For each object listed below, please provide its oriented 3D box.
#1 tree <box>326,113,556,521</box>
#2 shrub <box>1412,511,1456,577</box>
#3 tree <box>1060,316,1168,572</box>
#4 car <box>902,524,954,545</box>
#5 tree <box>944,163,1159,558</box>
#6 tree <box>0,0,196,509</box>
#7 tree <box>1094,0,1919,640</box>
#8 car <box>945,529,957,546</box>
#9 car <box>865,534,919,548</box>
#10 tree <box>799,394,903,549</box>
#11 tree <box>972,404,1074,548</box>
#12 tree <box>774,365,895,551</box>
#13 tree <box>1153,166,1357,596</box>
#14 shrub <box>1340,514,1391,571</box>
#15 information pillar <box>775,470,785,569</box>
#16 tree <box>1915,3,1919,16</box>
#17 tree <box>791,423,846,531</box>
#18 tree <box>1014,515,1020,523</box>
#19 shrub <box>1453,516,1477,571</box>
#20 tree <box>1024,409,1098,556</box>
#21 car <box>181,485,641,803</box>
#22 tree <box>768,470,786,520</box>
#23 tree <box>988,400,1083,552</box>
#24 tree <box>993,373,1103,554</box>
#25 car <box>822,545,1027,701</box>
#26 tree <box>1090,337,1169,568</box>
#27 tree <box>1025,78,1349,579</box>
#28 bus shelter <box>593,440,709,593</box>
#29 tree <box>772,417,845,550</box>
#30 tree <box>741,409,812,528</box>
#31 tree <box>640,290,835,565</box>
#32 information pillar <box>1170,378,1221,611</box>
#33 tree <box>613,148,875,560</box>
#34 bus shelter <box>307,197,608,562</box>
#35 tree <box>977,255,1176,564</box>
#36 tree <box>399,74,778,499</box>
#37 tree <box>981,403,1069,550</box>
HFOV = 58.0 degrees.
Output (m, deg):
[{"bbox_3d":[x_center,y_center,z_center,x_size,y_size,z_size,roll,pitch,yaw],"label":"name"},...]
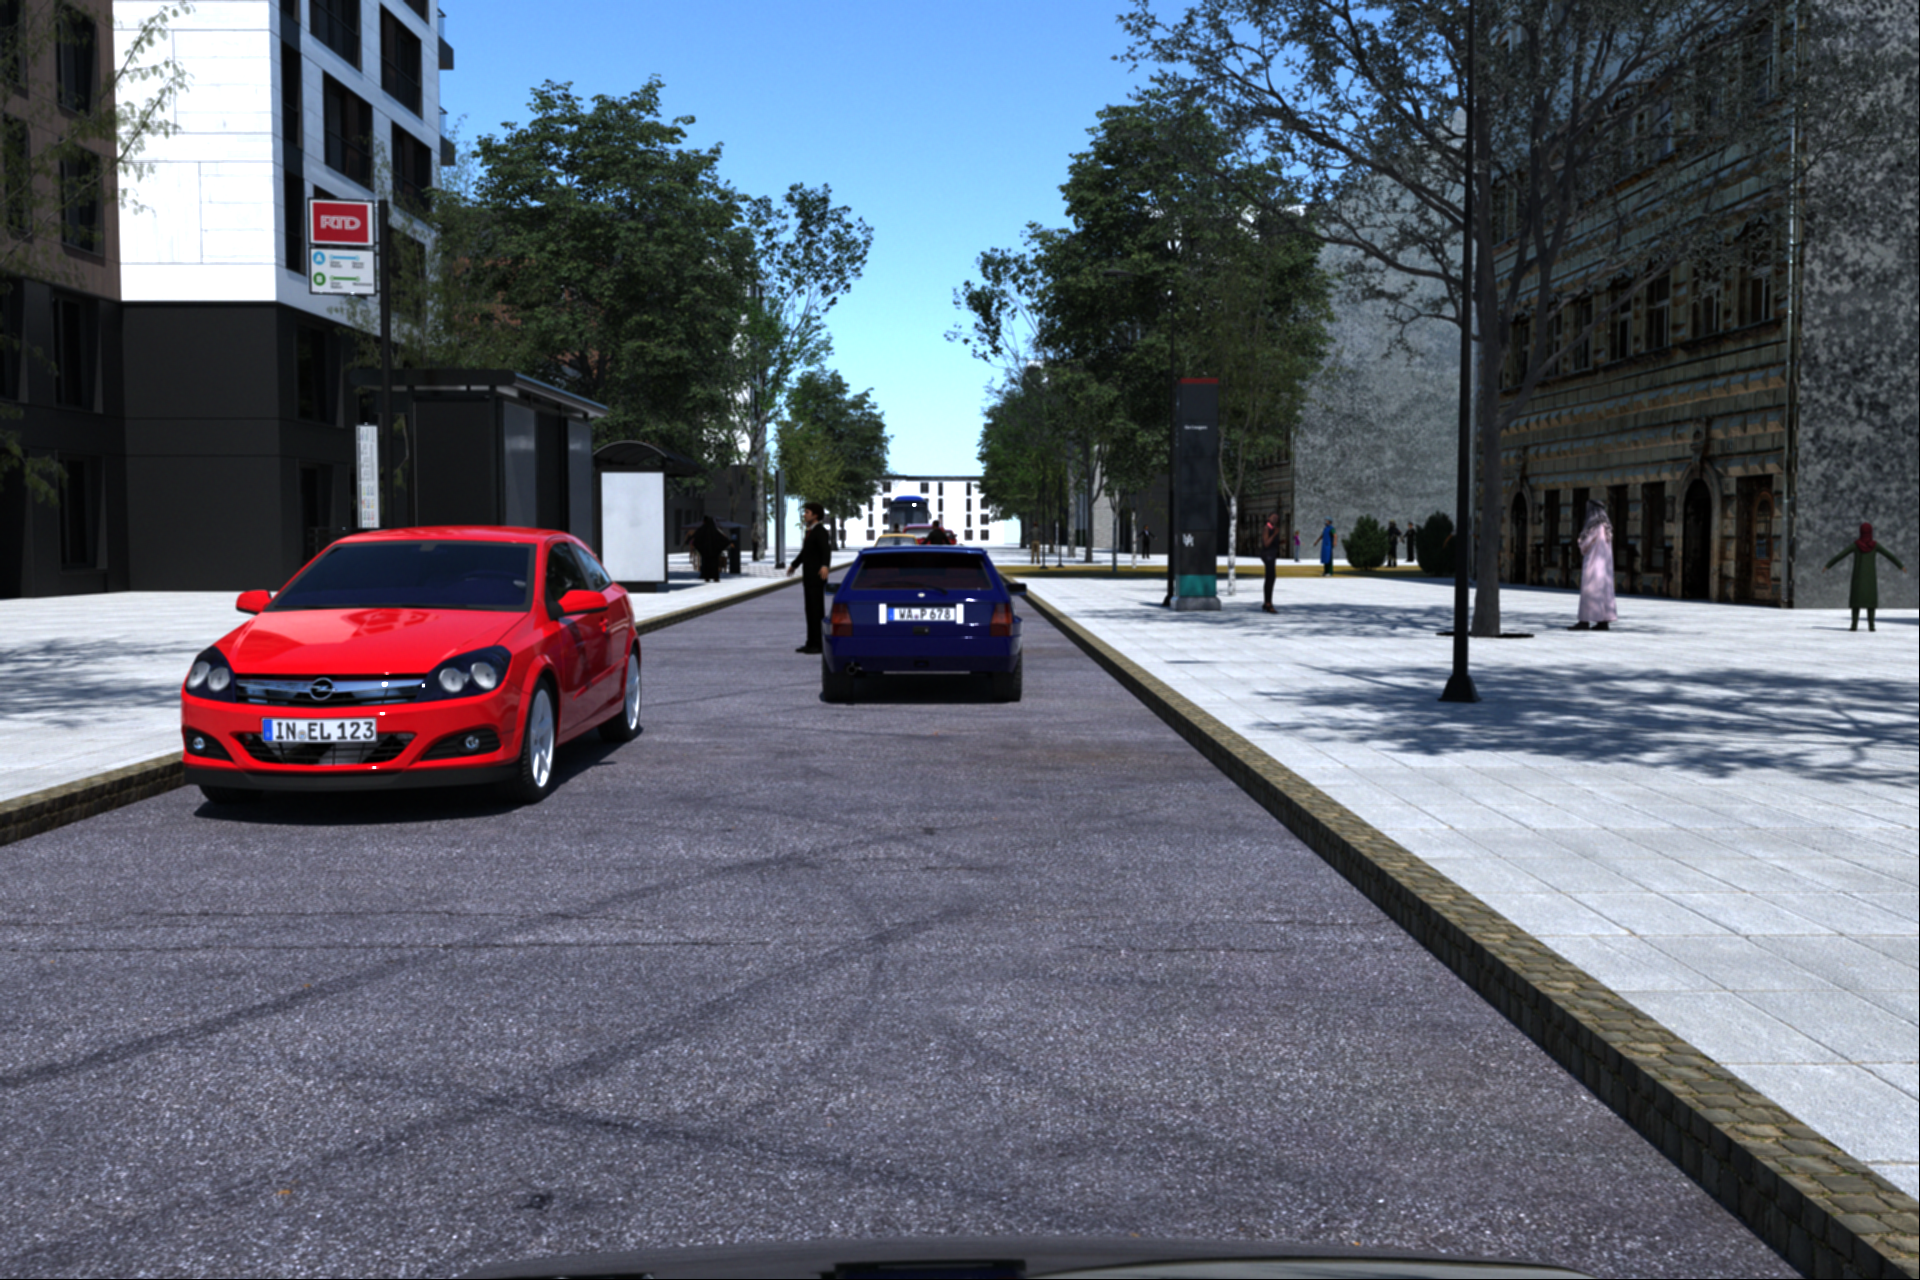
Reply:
[{"bbox_3d":[-9.423,-4.907,30.599,4.360,8.622,3.978,0,3,0],"label":"tree"},{"bbox_3d":[14.477,-2.928,52.296,1.690,2.028,1.600,0,3,0],"label":"shrub"},{"bbox_3d":[4.983,-6.596,58.200,4.360,8.622,3.978,0,3,0],"label":"tree"},{"bbox_3d":[-1.343,-3.446,65.022,2.281,1.827,5.304,0,4,-1],"label":"car"},{"bbox_3d":[5.523,-14.386,91.107,12.611,20.169,13.585,0,3,0],"label":"tree"},{"bbox_3d":[-9.736,-3.973,15.318,4.360,8.622,3.978,0,3,0],"label":"tree"},{"bbox_3d":[6.705,-6.776,21.163,12.009,13.543,11.850,0,3,0],"label":"tree"},{"bbox_3d":[-1.315,-7.572,132.478,2.281,1.827,5.304,0,4,-2],"label":"car"},{"bbox_3d":[-2.062,-2.840,56.660,2.015,1.641,3.980,0,3,0],"label":"car"},{"bbox_3d":[-10.173,-14.577,148.708,12.009,13.543,11.850,0,3,0],"label":"tree"},{"bbox_3d":[5.600,-15.145,154.267,9.857,13.997,8.962,0,3,0],"label":"tree"},{"bbox_3d":[-9.428,-13.609,129.157,9.857,13.997,8.962,0,3,0],"label":"tree"},{"bbox_3d":[5.447,-5.211,35.560,4.360,8.622,3.978,0,3,0],"label":"tree"},{"bbox_3d":[14.144,-3.418,60.308,1.690,2.028,1.600,0,3,0],"label":"shrub"},{"bbox_3d":[-6.650,-4.446,64.008,0.184,3.620,1.656,0,4,2],"label":"information pillar"},{"bbox_3d":[6.553,-4.964,6.921,9.928,11.665,9.643,0,3,0],"label":"tree"},{"bbox_3d":[-9.727,-10.105,115.583,4.737,8.622,4.395,0,3,0],"label":"tree"},{"bbox_3d":[9.934,-18.261,248.922,4.360,8.622,3.978,0,3,0],"label":"tree"},{"bbox_3d":[17.773,-3.426,60.056,1.661,2.075,1.752,0,3,0],"label":"shrub"},{"bbox_3d":[6.027,-9.348,103.197,4.737,8.622,4.395,0,3,0],"label":"tree"},{"bbox_3d":[-3.131,-0.093,10.560,2.155,1.783,4.494,0,4,-1],"label":"car"},{"bbox_3d":[-28.114,-19.113,246.913,7.601,10.594,8.767,0,4,2],"label":"tree"},{"bbox_3d":[5.517,-11.953,121.193,9.928,11.665,9.643,0,3,0],"label":"tree"},{"bbox_3d":[5.752,-11.357,111.438,9.928,11.665,9.643,0,3,0],"label":"tree"},{"bbox_3d":[-0.328,-0.221,16.188,1.945,1.354,3.894,0,4,0],"label":"car"},{"bbox_3d":[6.468,-6.985,64.564,4.360,8.622,3.978,0,3,0],"label":"tree"},{"bbox_3d":[6.311,-8.683,48.627,9.857,13.997,8.962,0,3,0],"label":"tree"},{"bbox_3d":[-7.177,-2.824,40.097,2.014,3.302,5.546,0,4,-1],"label":"bus shelter"},{"bbox_3d":[-9.394,-9.469,105.173,4.737,8.622,4.395,0,3,0],"label":"tree"},{"bbox_3d":[-10.233,-9.076,98.763,4.737,8.622,4.395,0,3,0],"label":"tree"},{"bbox_3d":[-9.329,-8.947,72.034,9.928,11.665,9.643,0,3,0],"label":"tree"},{"bbox_3d":[3.967,-2.429,29.097,0.750,3.857,0.750,0,4,0],"label":"information pillar"},{"bbox_3d":[-11.376,-14.128,86.874,12.611,20.169,13.585,0,3,0],"label":"tree"},{"bbox_3d":[-6.705,-2.803,23.464,2.179,5.291,8.768,0,4,0],"label":"bus shelter"},{"bbox_3d":[5.767,-10.084,75.245,12.009,13.543,11.850,0,3,0],"label":"tree"},{"bbox_3d":[-9.873,-8.609,47.407,9.857,13.997,8.962,0,3,0],"label":"tree"},{"bbox_3d":[5.446,-13.678,141.765,7.486,12.596,7.792,0,3,0],"label":"tree"}]
